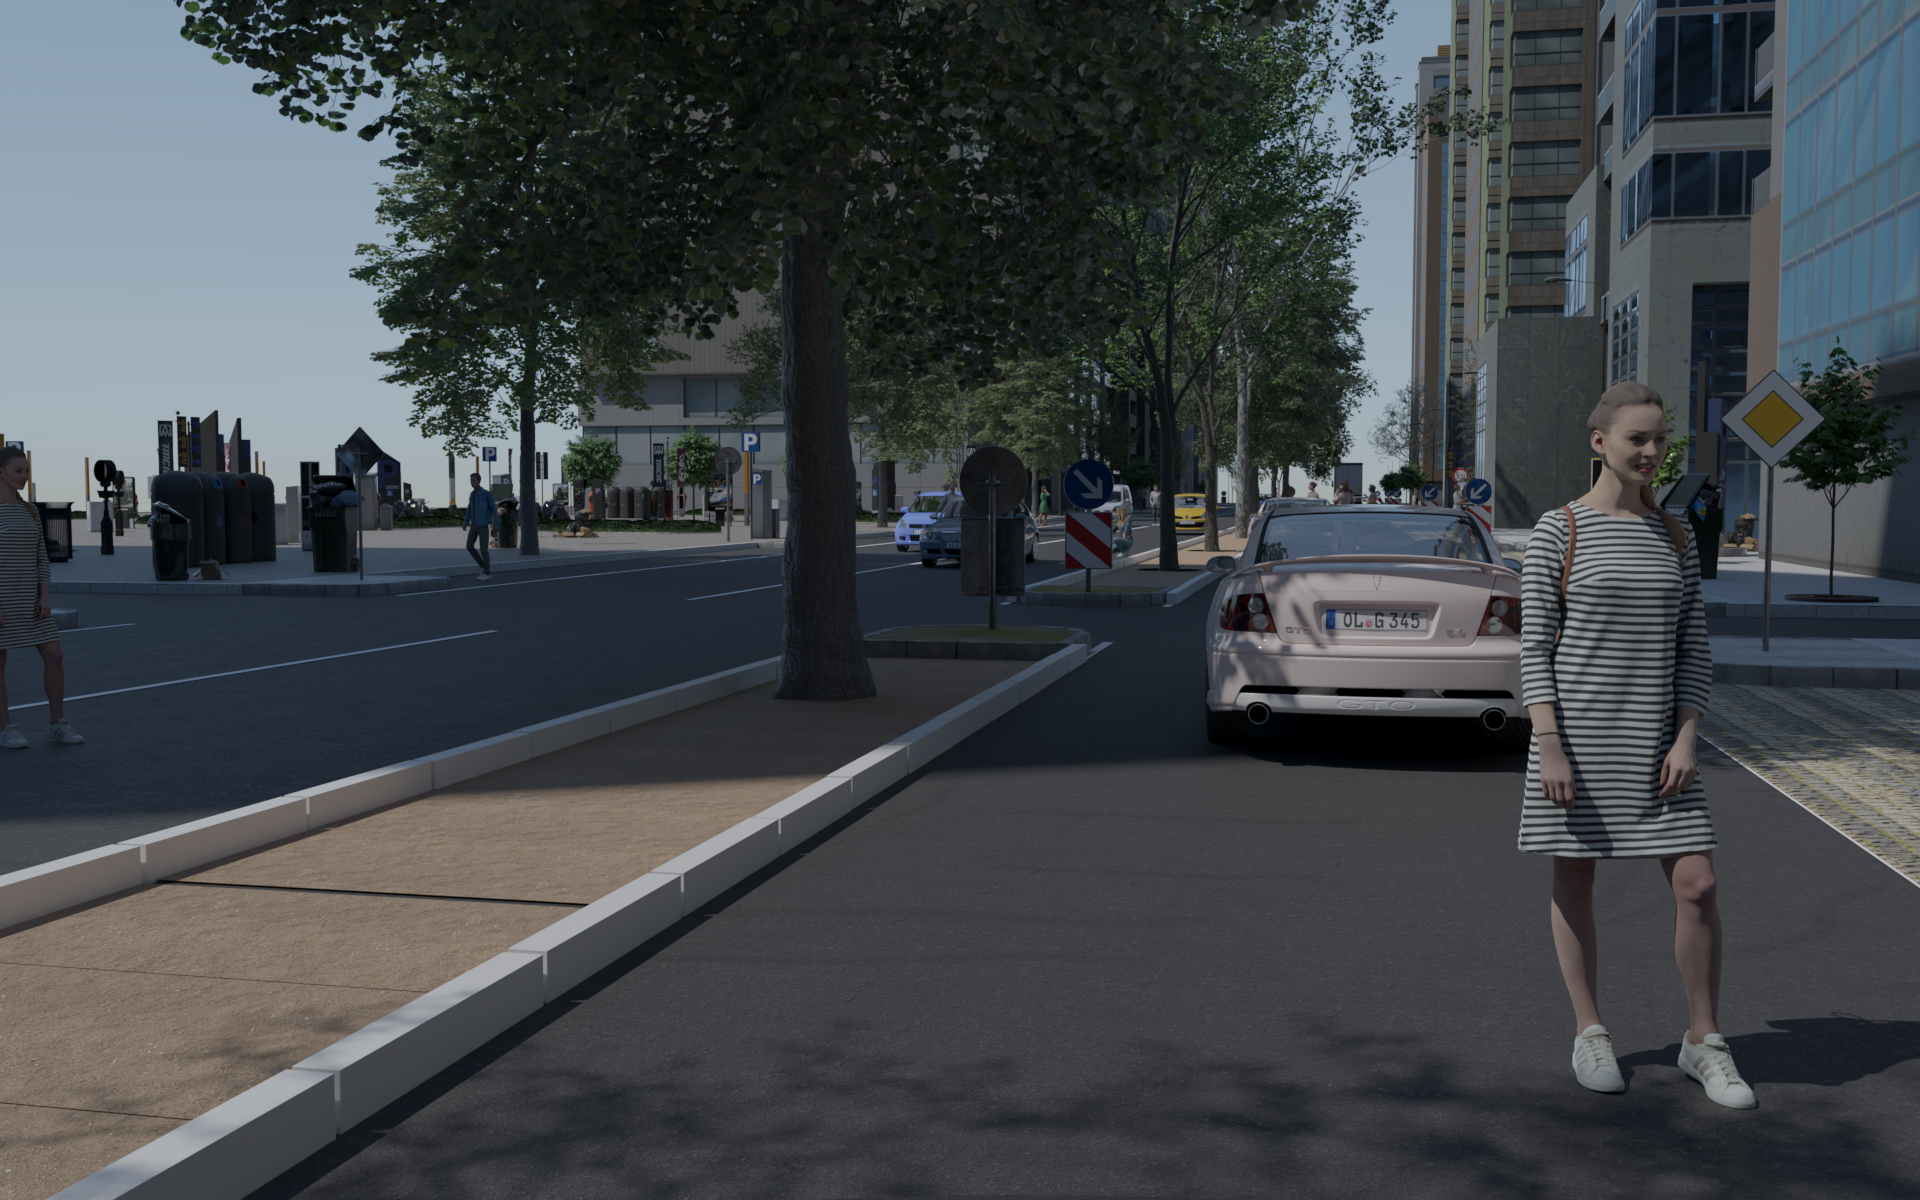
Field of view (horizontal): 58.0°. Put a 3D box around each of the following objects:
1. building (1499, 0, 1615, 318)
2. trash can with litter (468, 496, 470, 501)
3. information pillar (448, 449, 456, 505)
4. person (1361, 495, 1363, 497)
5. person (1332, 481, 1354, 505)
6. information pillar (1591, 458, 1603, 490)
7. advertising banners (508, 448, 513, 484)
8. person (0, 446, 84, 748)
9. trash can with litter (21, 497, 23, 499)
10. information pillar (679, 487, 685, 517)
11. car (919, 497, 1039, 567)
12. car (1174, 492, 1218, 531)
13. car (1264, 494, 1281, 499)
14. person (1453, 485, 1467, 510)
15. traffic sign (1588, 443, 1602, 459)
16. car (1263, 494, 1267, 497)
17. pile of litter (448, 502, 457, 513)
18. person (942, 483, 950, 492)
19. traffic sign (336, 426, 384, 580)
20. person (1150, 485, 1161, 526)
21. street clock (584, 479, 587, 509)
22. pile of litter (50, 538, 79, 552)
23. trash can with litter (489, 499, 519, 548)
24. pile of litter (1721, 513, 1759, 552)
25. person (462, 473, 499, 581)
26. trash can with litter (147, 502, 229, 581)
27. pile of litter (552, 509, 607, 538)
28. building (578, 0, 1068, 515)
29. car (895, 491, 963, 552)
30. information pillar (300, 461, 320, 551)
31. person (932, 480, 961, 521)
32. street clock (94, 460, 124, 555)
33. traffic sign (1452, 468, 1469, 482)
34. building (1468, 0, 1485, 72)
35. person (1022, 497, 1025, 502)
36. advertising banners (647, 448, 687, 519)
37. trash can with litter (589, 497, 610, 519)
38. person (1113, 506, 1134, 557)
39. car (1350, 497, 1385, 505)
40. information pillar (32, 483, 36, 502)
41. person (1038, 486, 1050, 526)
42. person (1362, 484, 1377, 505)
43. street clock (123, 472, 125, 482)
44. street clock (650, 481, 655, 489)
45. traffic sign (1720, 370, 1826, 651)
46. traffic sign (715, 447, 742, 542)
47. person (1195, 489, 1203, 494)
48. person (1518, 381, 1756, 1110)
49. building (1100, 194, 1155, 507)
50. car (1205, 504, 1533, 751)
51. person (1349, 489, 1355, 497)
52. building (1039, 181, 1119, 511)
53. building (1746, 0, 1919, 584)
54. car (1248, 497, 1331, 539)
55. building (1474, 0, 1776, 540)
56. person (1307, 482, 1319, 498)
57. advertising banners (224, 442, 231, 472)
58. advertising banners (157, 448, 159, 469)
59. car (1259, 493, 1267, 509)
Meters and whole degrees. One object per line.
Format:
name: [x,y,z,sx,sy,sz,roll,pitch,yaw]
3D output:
building: [33.948,-19.212,85.818,14.160,30.474,14.107,1,4,13]
trash can with litter: [-24.068,-4.497,84.582,1.678,1.210,2.233,0,4,1]
information pillar: [-26.435,-6.040,90.115,0.183,3.616,0.504,1,4,17]
person: [56.991,-14.517,246.648,0.742,1.727,0.445,-1,4,-19]
person: [9.515,-2.047,42.552,0.593,1.750,0.643,-2,4,-28]
information pillar: [13.129,-1.896,35.485,0.304,2.012,0.304,-3,4,-39]
advertising banners: [-17.220,-4.240,65.505,0.090,3.025,2.074,0,4,4]
person: [-5.372,-0.020,9.828,0.522,1.701,0.512,1,4,23]
trash can with litter: [-60.420,-6.103,111.172,0.624,1.170,1.055,-1,4,-16]
information pillar: [-15.767,-5.729,98.156,0.304,2.012,0.304,0,4,1]
car: [0.468,-1.430,35.389,2.014,1.417,4.499,1,4,13]
car: [8.202,-3.147,61.677,2.015,1.641,3.980,1,4,11]
car: [25.043,-7.733,138.440,2.014,1.417,4.499,1,4,12]
person: [16.916,-3.030,58.616,0.524,1.755,0.480,0,4,2]
traffic sign: [8.335,-1.116,21.883,0.795,2.450,0.064,1,4,13]
car: [38.655,-12.980,221.813,1.945,1.707,3.694,1,4,12]
pile of litter: [-26.002,-4.527,87.976,1.176,0.858,1.719,-1,4,-12]
person: [-0.372,-2.940,56.745,0.590,1.801,0.661,0,4,-6]
traffic sign: [-8.924,-1.354,25.775,0.795,2.450,0.064,1,4,13]
person: [8.805,-4.222,77.379,0.661,1.843,0.795,2,4,25]
street clock: [-17.406,-4.598,79.745,0.358,2.002,0.471,2,4,33]
pile of litter: [-20.441,-1.488,38.294,1.719,0.858,1.176,-1,4,-22]
trash can with litter: [-10.877,-1.815,41.062,0.624,1.170,1.055,-3,5,-39]
pile of litter: [17.557,-1.526,38.913,1.176,0.858,1.719,-2,4,-29]
person: [-7.958,-1.221,28.804,0.601,1.785,0.444,2,4,35]
trash can with litter: [-11.544,-0.887,25.892,1.055,1.170,0.624,-2,4,-31]
pile of litter: [-11.240,-2.268,51.046,1.719,0.858,1.176,3,4,37]
building: [-7.650,-32.215,115.957,28.713,52.752,27.495,1,4,13]
car: [-0.452,-2.106,44.016,1.945,1.707,3.694,1,4,14]
information pillar: [-14.592,-2.106,38.922,0.304,2.012,0.304,2,4,23]
person: [-0.342,-1.824,38.997,0.731,1.740,0.598,-3,5,-39]
street clock: [-18.010,-1.955,36.533,0.471,2.002,0.358,2,4,31]
traffic sign: [24.186,-5.114,83.722,0.768,2.556,0.104,1,4,18]
building: [41.578,-28.504,116.148,14.600,45.320,14.200,1,4,13]
person: [2.727,-4.252,78.566,0.519,1.759,0.362,-1,4,-14]
advertising banners: [-11.077,-4.244,65.583,0.090,3.025,2.074,3,4,37]
trash can with litter: [-17.412,-4.396,83.266,1.055,1.170,0.624,-3,5,-45]
person: [3.660,-1.566,39.610,0.738,1.151,1.012,-1,4,-19]
car: [15.452,-3.275,66.134,1.945,1.354,3.894,1,4,11]
information pillar: [-59.497,-6.521,111.114,0.304,2.012,0.304,0,4,-1]
person: [3.758,-4.236,78.004,0.529,1.795,0.600,-1,4,-12]
person: [14.573,-3.232,61.697,0.532,1.782,0.716,1,4,11]
street clock: [-25.586,-2.942,52.674,0.358,2.002,0.471,0,4,-5]
street clock: [-16.684,-5.485,94.242,0.358,2.002,0.471,-2,4,-25]
traffic sign: [6.581,-0.639,14.092,0.795,2.450,0.064,1,4,13]
traffic sign: [-6.231,-2.841,46.555,0.768,2.556,0.104,1,4,13]
person: [15.003,-6.091,108.894,0.742,1.727,0.445,3,4,36]
person: [1.603,0.323,4.215,0.512,1.701,0.522,0,4,-5]
building: [10.413,-24.056,165.023,14.160,30.474,14.107,1,4,13]
car: [2.600,0.073,11.162,2.083,1.381,4.827,1,4,12]
person: [24.555,-6.122,109.320,0.721,1.743,1.217,-2,4,-32]
building: [0.414,-32.067,143.904,23.786,49.044,30.456,1,4,13]
building: [20.839,-22.907,24.648,14.200,45.320,14.600,1,4,13]
car: [7.064,-1.457,36.188,2.083,1.381,4.827,1,4,14]
building: [29.464,-45.332,53.856,22.319,86.520,31.000,1,4,13]
person: [9.850,-2.445,48.813,0.374,1.781,0.599,-2,4,-31]
advertising banners: [-25.481,-3.872,59.490,2.074,3.025,0.090,3,5,43]
advertising banners: [-30.818,-4.349,67.296,0.090,3.025,2.074,0,4,-6]
car: [20.482,-6.803,120.816,1.945,1.707,3.694,1,4,14]
